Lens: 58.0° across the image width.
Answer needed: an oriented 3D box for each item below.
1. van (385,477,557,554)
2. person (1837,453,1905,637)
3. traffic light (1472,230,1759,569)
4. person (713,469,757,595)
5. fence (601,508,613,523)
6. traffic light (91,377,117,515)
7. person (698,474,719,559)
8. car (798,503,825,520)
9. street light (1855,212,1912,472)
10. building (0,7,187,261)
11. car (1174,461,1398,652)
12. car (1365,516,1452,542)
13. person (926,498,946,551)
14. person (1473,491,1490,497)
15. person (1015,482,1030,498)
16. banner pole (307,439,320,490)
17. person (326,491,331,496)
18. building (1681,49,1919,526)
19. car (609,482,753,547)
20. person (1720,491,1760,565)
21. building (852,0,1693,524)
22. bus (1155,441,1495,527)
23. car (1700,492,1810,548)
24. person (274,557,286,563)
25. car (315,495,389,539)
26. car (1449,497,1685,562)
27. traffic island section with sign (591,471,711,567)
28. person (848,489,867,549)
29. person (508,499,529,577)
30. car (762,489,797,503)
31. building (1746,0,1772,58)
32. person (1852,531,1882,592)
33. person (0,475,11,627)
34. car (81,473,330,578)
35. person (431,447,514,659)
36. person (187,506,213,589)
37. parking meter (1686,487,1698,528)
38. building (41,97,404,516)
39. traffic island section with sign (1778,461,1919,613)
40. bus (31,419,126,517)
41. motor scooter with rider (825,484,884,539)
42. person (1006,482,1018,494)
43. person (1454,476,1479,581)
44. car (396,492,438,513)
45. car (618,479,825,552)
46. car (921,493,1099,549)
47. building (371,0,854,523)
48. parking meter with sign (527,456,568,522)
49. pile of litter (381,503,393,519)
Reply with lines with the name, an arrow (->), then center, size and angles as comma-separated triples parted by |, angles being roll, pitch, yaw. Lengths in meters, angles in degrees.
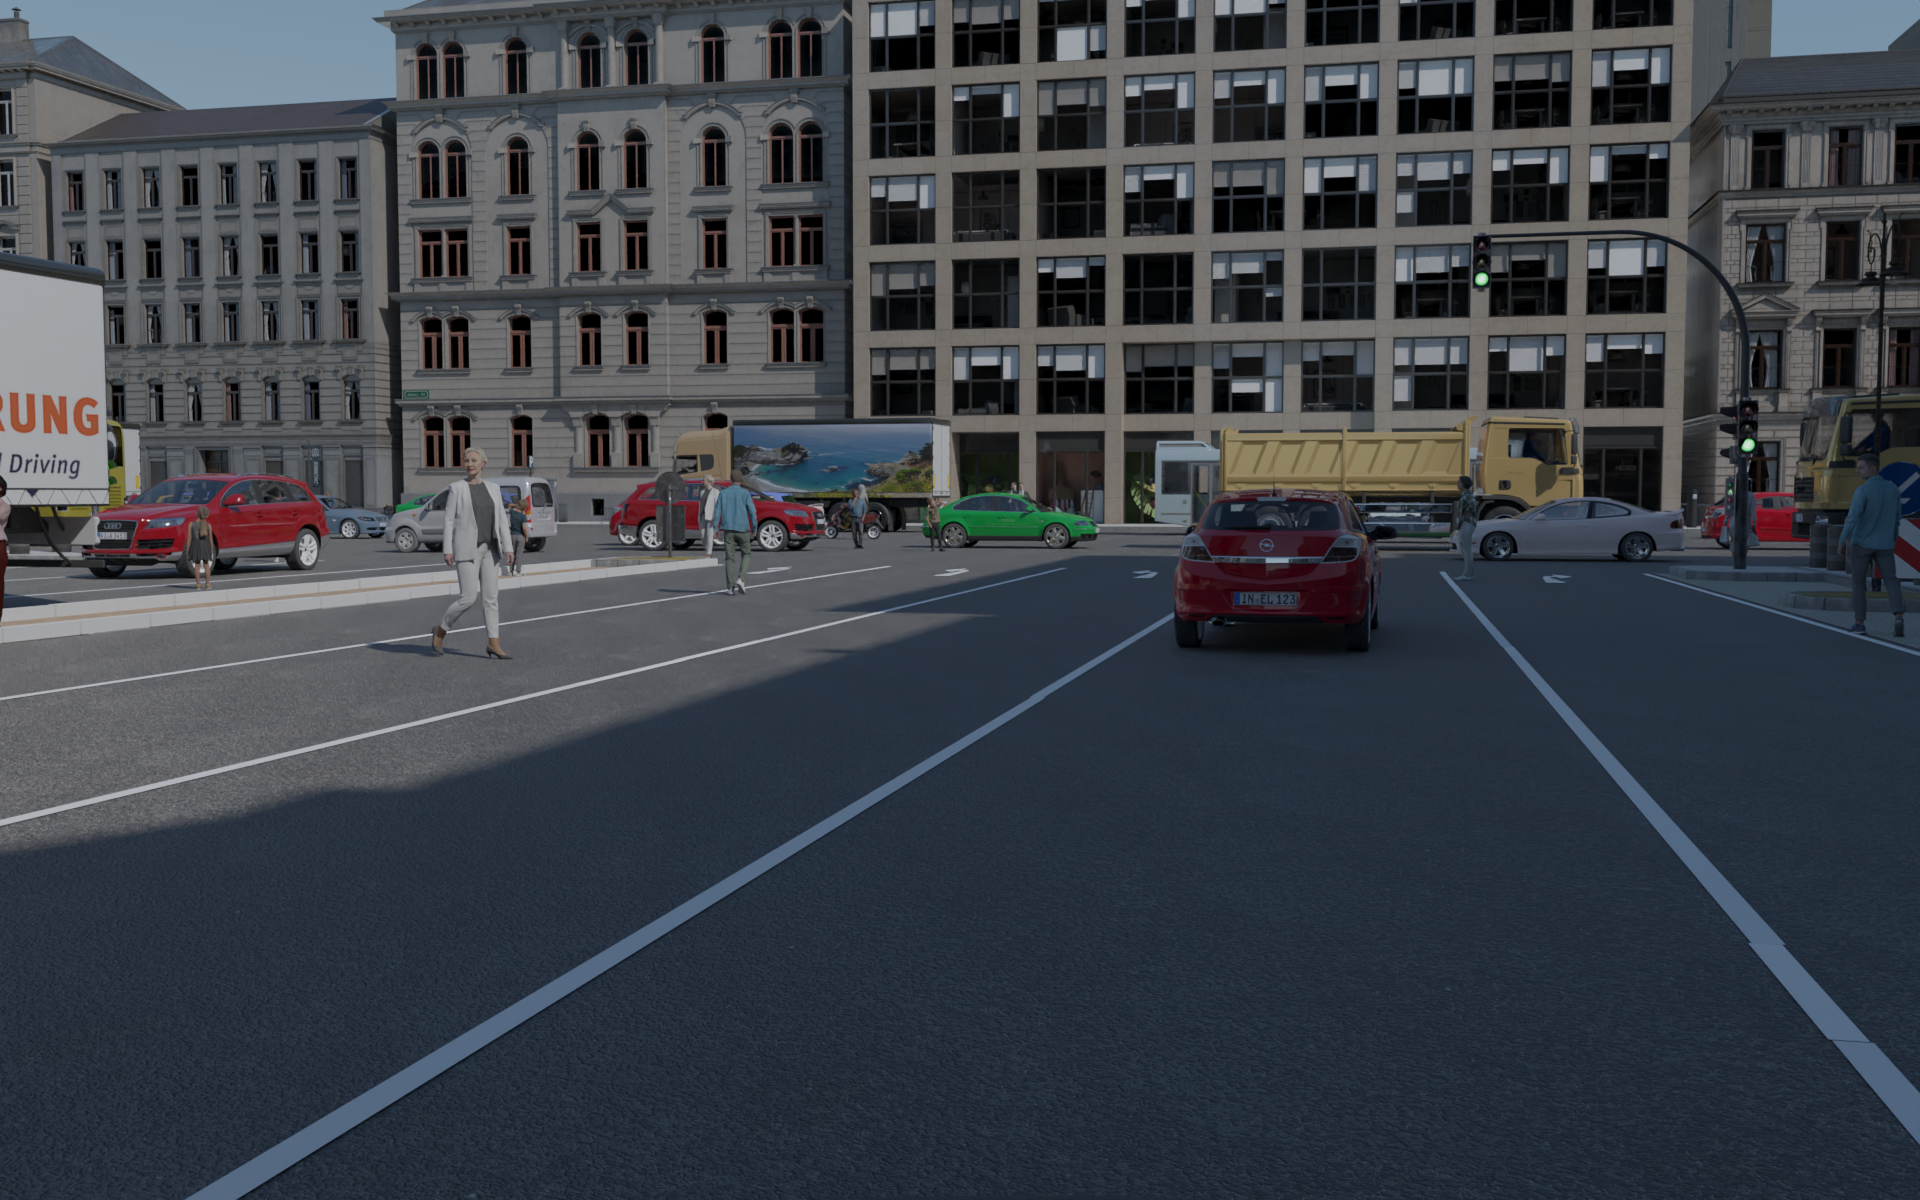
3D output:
van -> -12.097, -2.183, 42.707 | 4.112, 2.044, 2.013 | 1, 4, 12
person -> 9.224, -0.558, 17.485 | 0.638, 1.841, 0.748 | 0, 4, 3
traffic light -> 11.246, -3.375, 29.843 | 4.771, 5.953, 1.251 | 1, 4, 13
person -> -3.185, -0.961, 24.553 | 0.601, 1.785, 0.444 | 0, 4, 2
fence -> -14.732, -3.676, 75.478 | 2.069, 0.683, 0.278 | 1, 4, 16
traffic light -> -18.520, -2.944, 37.059 | 0.839, 4.253, 0.868 | 1, 4, 13
person -> -5.249, -1.704, 36.242 | 0.514, 1.842, 0.818 | 0, 4, 7
car -> -6.778, -2.696, 56.440 | 4.827, 1.381, 2.083 | 1, 4, 14
street light -> 15.212, -3.418, 28.669 | 0.468, 5.910, 1.993 | 1, 4, 13
building -> -56.178, -18.168, 94.312 | 25.104, 27.353, 12.463 | 1, 4, 13
car -> 3.275, -0.511, 17.396 | 2.155, 1.783, 4.494 | 1, 4, 15
car -> 13.458, -2.398, 51.007 | 4.920, 1.459, 2.131 | 1, 4, 15
person -> -0.602, -1.885, 43.227 | 0.435, 1.345, 0.340 | -1, 4, -23
person -> 14.532, -2.391, 48.085 | 0.782, 1.767, 0.515 | 1, 4, 13
person -> 2.198, -3.205, 60.672 | 0.659, 1.850, 0.755 | 0, 4, 6
banner pole -> -29.488, -5.442, 78.995 | 0.863, 3.779, 0.401 | 2, 4, 24
person -> -25.580, -3.644, 70.284 | 0.429, 1.552, 0.499 | -3, 5, -43
building -> 39.356, -12.549, 69.802 | 19.286, 19.102, 10.561 | 1, 4, 13
car -> -7.546, -2.402, 48.317 | 4.494, 1.783, 2.155 | 1, 4, 15
person -> 14.507, -1.432, 32.265 | 0.694, 1.780, 0.624 | 3, 4, 37
building -> 14.108, -16.898, 80.798 | 34.151, 26.468, 19.350 | 1, 4, 13
bus -> 13.449, -3.947, 59.387 | 13.247, 3.499, 2.948 | 1, 4, 14
car -> 21.586, -2.184, 44.746 | 4.494, 1.783, 2.155 | 1, 4, 15
person -> -14.271, -1.543, 36.330 | 0.523, 1.515, 0.503 | 1, 4, 10
car -> -20.709, -2.703, 56.201 | 4.499, 1.417, 2.014 | 1, 4, 12
car -> 13.097, -1.536, 37.474 | 4.827, 1.381, 2.083 | 1, 4, 12
traffic island section with sign -> -6.006, -1.610, 34.455 | 2.006, 1.907, 1.989 | 1, 4, 13
person -> -2.672, -2.118, 45.337 | 0.499, 1.552, 0.429 | 1, 4, 20
person -> -7.680, -1.080, 30.060 | 0.435, 1.345, 0.340 | 0, 4, 7
car -> -6.681, -2.708, 53.866 | 3.694, 1.707, 1.945 | 1, 4, 12
building -> 63.473, -33.132, 165.407 | 21.300, 48.544, 21.600 | 1, 4, 13
person -> 12.190, -0.764, 23.206 | 0.499, 1.552, 0.429 | 2, 4, 27
person -> -10.041, -0.478, 17.769 | 0.566, 1.644, 0.517 | -3, 5, -40
car -> -13.526, -1.381, 31.256 | 2.281, 1.827, 5.304 | 1, 4, 12
person -> -4.260, -0.411, 15.095 | 0.818, 1.842, 0.514 | 2, 4, 27
person -> -11.475, -0.794, 26.146 | 0.362, 1.253, 0.373 | -2, 4, -26
parking meter -> 27.906, -3.523, 66.011 | 0.372, 1.533, 0.369 | 0, 3, 0
building -> -35.283, -14.634, 88.424 | 18.267, 20.994, 9.793 | 1, 4, 13
traffic island section with sign -> 11.478, -0.804, 21.766 | 1.989, 1.847, 2.006 | 1, 4, 13
bus -> -29.876, -3.530, 49.264 | 12.252, 3.916, 2.896 | 1, 4, 13
motor scooter with rider -> -3.359, -2.819, 55.054 | 1.986, 1.779, 0.876 | 1, 4, 14
person -> 2.018, -3.625, 67.138 | 0.648, 1.900, 0.474 | -1, 4, -17
person -> 8.423, -1.194, 28.753 | 0.376, 1.734, 0.841 | 2, 4, 23
car -> -19.793, -3.619, 67.965 | 4.718, 1.807, 1.959 | 1, 4, 12
car -> -6.040, -2.169, 44.130 | 5.304, 1.827, 2.281 | 1, 4, 13
car -> 1.354, -2.288, 46.209 | 4.718, 1.807, 1.959 | 1, 4, 14
building -> -14.451, -18.228, 85.413 | 23.554, 28.519, 14.401 | 1, 4, 13
parking meter with sign -> -18.736, -5.051, 78.847 | 1.738, 3.016, 0.543 | 0, 4, 5
pile of litter -> -26.079, -4.020, 79.684 | 1.176, 0.858, 1.719 | 2, 4, 35
